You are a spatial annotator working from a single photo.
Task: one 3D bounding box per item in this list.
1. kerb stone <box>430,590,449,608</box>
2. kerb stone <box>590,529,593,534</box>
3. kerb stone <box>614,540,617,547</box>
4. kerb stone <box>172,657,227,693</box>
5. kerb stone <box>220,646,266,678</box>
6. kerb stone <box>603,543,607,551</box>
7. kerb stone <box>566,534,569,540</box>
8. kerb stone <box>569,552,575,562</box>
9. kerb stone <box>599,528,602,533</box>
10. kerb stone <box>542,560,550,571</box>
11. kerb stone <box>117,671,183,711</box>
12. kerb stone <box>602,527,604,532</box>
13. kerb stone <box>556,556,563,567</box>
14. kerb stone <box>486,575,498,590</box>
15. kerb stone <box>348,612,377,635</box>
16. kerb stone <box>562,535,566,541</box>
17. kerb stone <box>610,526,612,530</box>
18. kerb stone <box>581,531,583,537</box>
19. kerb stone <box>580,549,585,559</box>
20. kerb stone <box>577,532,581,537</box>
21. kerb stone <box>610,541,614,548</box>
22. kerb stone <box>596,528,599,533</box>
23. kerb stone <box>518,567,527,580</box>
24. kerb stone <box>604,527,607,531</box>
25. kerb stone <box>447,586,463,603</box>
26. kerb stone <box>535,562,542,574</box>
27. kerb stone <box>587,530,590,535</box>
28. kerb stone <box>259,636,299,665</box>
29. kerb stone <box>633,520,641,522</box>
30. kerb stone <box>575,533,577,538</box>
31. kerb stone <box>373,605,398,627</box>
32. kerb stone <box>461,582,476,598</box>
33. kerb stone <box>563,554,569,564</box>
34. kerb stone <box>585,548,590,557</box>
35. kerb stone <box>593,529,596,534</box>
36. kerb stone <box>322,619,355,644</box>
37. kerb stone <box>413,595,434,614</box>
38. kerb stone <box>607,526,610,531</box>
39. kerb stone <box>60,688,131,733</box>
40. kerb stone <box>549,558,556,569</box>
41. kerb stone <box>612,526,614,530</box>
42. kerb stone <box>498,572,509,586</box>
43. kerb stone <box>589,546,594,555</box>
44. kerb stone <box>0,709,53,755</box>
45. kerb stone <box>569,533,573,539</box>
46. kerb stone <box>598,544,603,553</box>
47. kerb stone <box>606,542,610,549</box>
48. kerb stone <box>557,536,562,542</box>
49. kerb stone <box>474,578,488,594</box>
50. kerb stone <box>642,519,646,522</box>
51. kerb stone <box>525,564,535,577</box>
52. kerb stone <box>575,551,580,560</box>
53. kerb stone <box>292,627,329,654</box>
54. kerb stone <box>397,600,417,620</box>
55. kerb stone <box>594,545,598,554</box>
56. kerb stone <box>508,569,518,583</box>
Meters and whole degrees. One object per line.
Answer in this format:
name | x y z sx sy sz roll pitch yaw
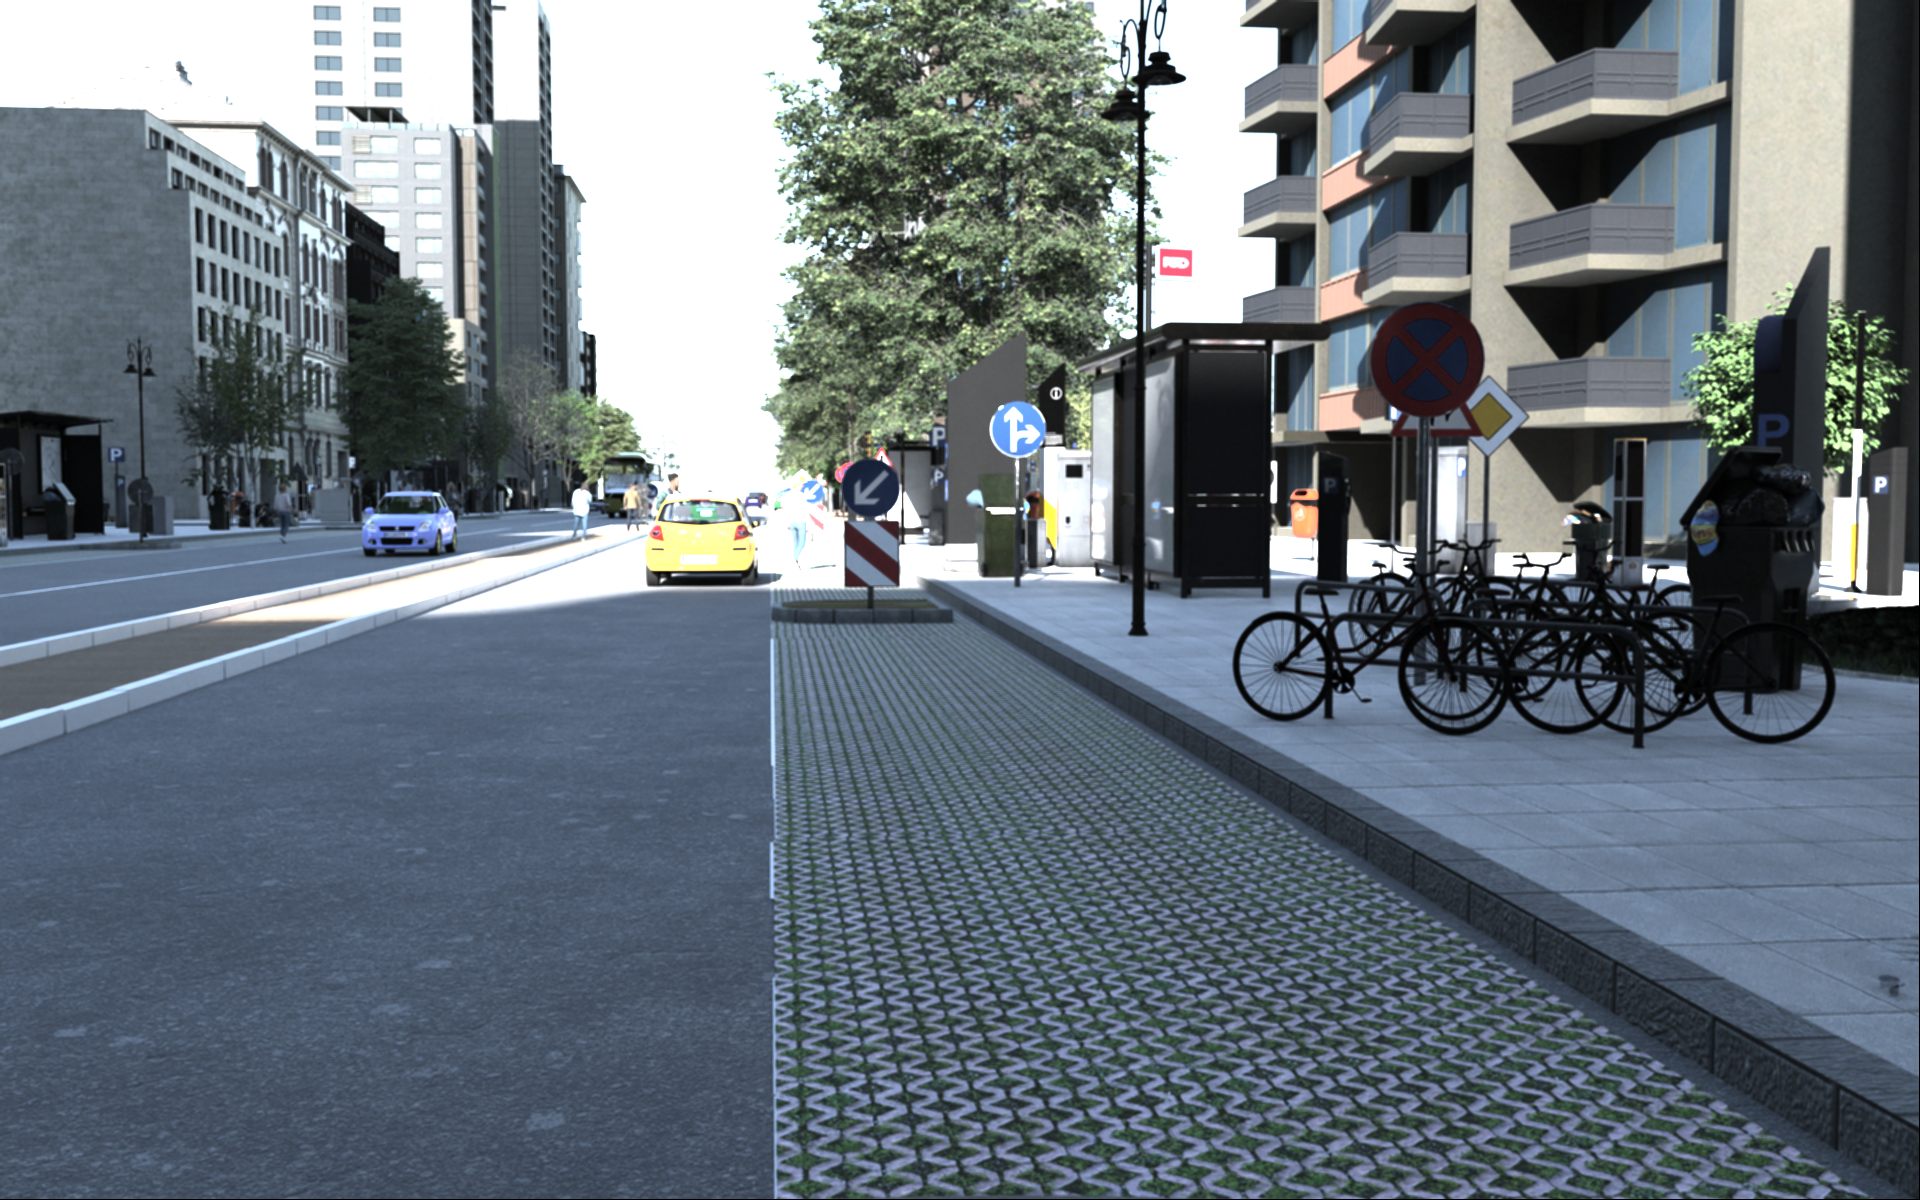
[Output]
kerb stone | -6.704 0.008 22.072 0.120 0.150 1.000 0 4 -6
kerb stone | -13.028 -2.348 60.586 0.120 0.150 1.000 0 4 -6
kerb stone | -9.380 -1.488 46.530 0.120 0.150 1.000 0 4 -6
kerb stone | -5.703 0.569 12.902 0.120 0.150 1.000 0 4 -6
kerb stone | -5.811 0.506 13.921 0.120 0.150 1.000 0 4 -6
kerb stone | -9.044 -1.302 43.482 0.120 0.150 1.000 0 4 -6
kerb stone | -12.246 -1.910 53.431 0.120 0.150 1.000 0 4 -6
kerb stone | -8.253 -0.863 36.339 0.120 0.150 1.000 0 4 -6
kerb stone | -13.354 -2.536 63.656 0.120 0.150 1.000 0 4 -6
kerb stone | -7.813 -0.614 32.267 0.120 0.150 1.000 0 4 -6
kerb stone | -5.583 0.634 11.887 0.120 0.150 1.000 0 4 -6
kerb stone | -13.480 -2.598 64.670 0.120 0.150 1.000 0 4 -6
kerb stone | -8.040 -0.740 34.299 0.120 0.150 1.000 0 4 -6
kerb stone | -7.152 -0.242 26.152 0.120 0.150 1.000 0 4 -6
kerb stone | -6.259 0.257 18.002 0.120 0.150 1.000 0 4 -6
kerb stone | -12.135 -1.848 52.414 0.120 0.150 1.000 0 4 -6
kerb stone | -13.808 -2.785 67.724 0.120 0.150 1.000 0 4 -6
kerb stone | -12.690 -2.160 57.519 0.120 0.150 1.000 0 4 -6
kerb stone | -8.486 -0.990 38.389 0.120 0.150 1.000 0 4 -6
kerb stone | -12.579 -2.098 56.500 0.120 0.150 1.000 0 4 -6
kerb stone | -9.262 -1.426 45.515 0.120 0.150 1.000 0 4 -6
kerb stone | -13.248 -2.473 62.631 0.120 0.150 1.000 0 4 -6
kerb stone | -7.482 -0.428 29.211 0.120 0.150 1.000 0 4 -6
kerb stone | -13.588 -2.660 65.688 0.120 0.150 1.000 0 4 -6
kerb stone | -6.812 -0.055 23.089 0.120 0.150 1.000 0 4 -6
kerb stone | -7.708 -0.554 31.250 0.120 0.150 1.000 0 4 -6
kerb stone | -12.918 -2.285 59.561 0.120 0.150 1.000 0 4 -6
kerb stone | -5.924 0.449 14.938 0.120 0.150 1.000 0 4 -6
kerb stone | -15.531 -3.748 83.499 0.120 0.150 1.000 0 4 -6
kerb stone | -12.469 -2.031 55.483 0.120 0.150 1.000 0 4 -6
kerb stone | -6.367 0.196 19.023 0.120 0.150 1.000 0 4 -6
kerb stone | -6.920 -0.117 24.105 0.120 0.150 1.000 0 4 -6
kerb stone | -8.150 -0.803 35.317 0.120 0.150 1.000 0 4 -6
kerb stone | -8.590 -1.053 39.406 0.120 0.150 1.000 0 4 -6
kerb stone | -13.144 -2.411 61.613 0.120 0.150 1.000 0 4 -6
kerb stone | -6.144 0.319 16.986 0.120 0.150 1.000 0 4 -6
kerb stone | -6.590 0.070 21.056 0.120 0.150 1.000 0 4 -6
kerb stone | -13.699 -2.719 66.704 0.120 0.150 1.000 0 4 -6
kerb stone | -5.467 0.701 10.867 0.120 0.150 1.000 0 4 -6
kerb stone | -7.928 -0.675 33.283 0.120 0.150 1.000 0 4 -6
kerb stone | -13.916 -2.845 68.747 0.120 0.150 1.000 0 4 -6
kerb stone | -7.258 -0.304 27.168 0.120 0.150 1.000 0 4 -6
kerb stone | -8.707 -1.113 40.422 0.120 0.150 1.000 0 4 -6
kerb stone | -5.363 0.755 9.849 0.120 0.150 1.000 0 4 -6
kerb stone | -12.346 -1.970 54.448 0.120 0.150 1.000 0 4 -6
kerb stone | -8.921 -1.237 42.456 0.120 0.150 1.000 0 4 -6
kerb stone | -9.153 -1.357 44.499 0.120 0.150 1.000 0 4 -6
kerb stone | -12.019 -1.786 51.398 0.120 0.150 1.000 0 4 -6
kerb stone | -7.031 -0.179 25.121 0.120 0.150 1.000 0 4 -6
kerb stone | -15.860 -3.936 86.551 0.120 0.150 1.000 0 4 -6
kerb stone | -7.589 -0.491 30.229 0.120 0.150 1.000 0 4 -6
kerb stone | -8.370 -0.927 37.355 0.120 0.150 1.000 0 4 -6
kerb stone | -6.035 0.383 15.966 0.120 0.150 1.000 0 4 -6
kerb stone | -6.474 0.132 20.040 0.120 0.150 1.000 0 4 -6
kerb stone | -8.823 -1.177 41.438 0.120 0.150 1.000 0 4 -6
kerb stone | -7.369 -0.367 28.191 0.120 0.150 1.000 0 4 -6
